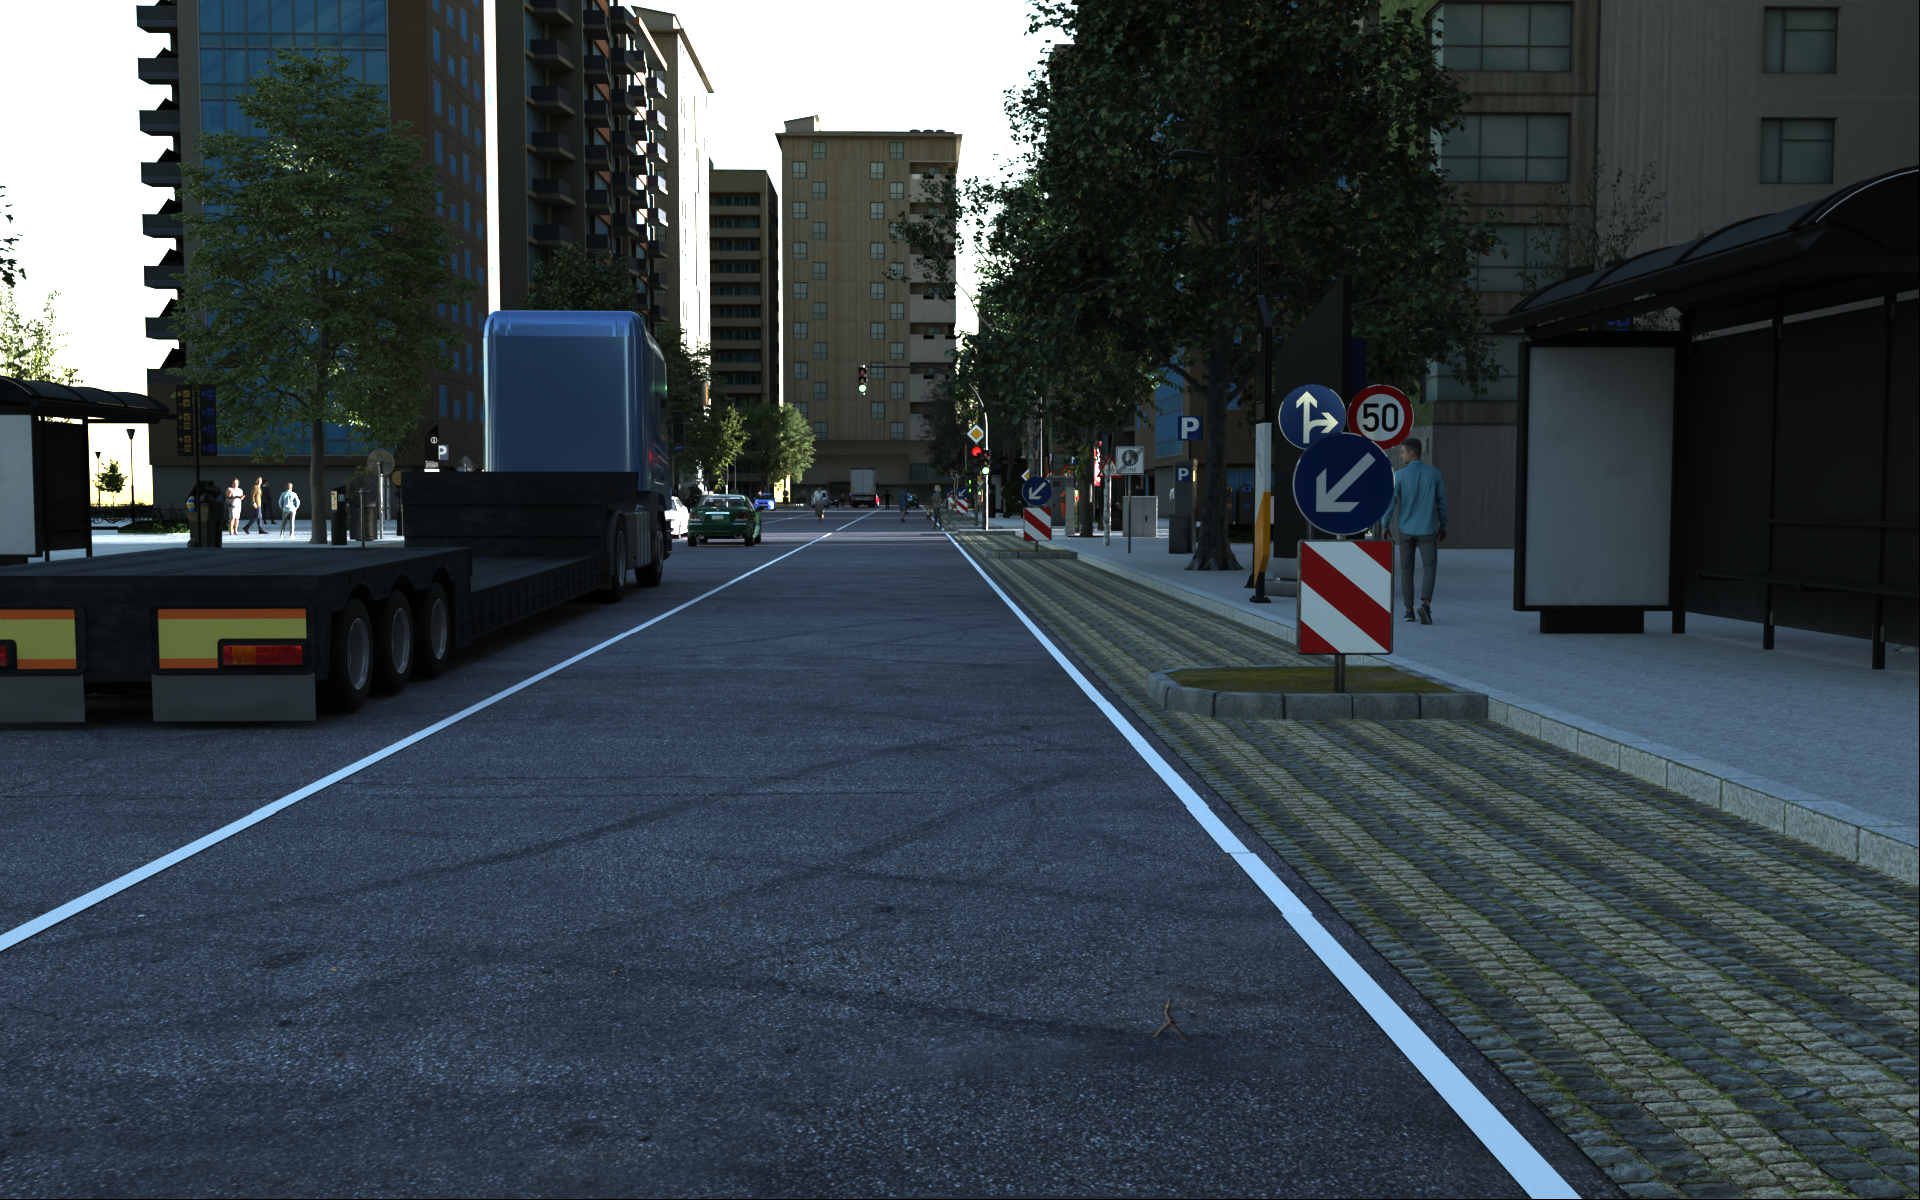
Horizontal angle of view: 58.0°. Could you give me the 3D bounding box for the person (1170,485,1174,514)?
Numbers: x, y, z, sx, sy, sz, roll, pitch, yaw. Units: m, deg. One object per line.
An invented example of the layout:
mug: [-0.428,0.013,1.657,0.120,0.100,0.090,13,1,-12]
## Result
person: [10.083,-4.546,80.469,0.679,1.850,0.850,0,4,6]

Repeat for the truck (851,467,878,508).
truck: [-10.353,-12.122,187.107,2.839,4.237,11.283,0,4,-1]

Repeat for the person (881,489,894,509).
person: [-6.809,-9.404,161.891,1.348,1.869,0.705,-2,4,-23]

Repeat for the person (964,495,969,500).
person: [0.417,-9.357,159.584,0.990,1.755,0.434,2,4,31]

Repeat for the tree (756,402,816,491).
tree: [-21.294,-18.126,214.494,7.486,12.596,7.792,0,3,0]

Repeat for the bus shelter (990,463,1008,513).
bus shelter: [2.950,-7.490,116.392,2.014,3.302,5.546,0,4,-2]

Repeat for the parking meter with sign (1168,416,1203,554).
parking meter with sign: [4.906,-2.546,37.890,0.543,3.016,1.738,1,4,16]

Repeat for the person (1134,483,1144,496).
person: [9.987,-5.597,96.912,0.474,1.900,0.648,1,4,18]

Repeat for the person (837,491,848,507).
person: [-12.695,-10.908,187.558,1.217,1.736,0.721,1,4,18]

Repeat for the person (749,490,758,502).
person: [-20.370,-10.126,172.321,1.217,1.735,0.721,1,4,13]

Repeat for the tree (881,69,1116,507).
tree: [2.570,-13.725,80.297,12.611,20.169,13.585,0,3,0]

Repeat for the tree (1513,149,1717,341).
tree: [14.139,-5.363,38.052,4.360,8.622,3.978,0,3,0]

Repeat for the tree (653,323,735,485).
tree: [-18.889,-12.059,115.293,7.486,12.596,7.792,0,3,0]

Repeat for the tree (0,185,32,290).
tree: [-15.847,-6.223,18.754,9.611,12.733,9.660,0,3,0]

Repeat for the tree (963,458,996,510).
tree: [1.676,-9.512,139.238,4.285,4.588,4.351,0,3,0]

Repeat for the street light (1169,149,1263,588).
street light: [3.519,-3.118,23.525,1.470,5.913,1.316,0,4,-2]

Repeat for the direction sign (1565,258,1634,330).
direction sign: [6.265,-1.534,17.078,0.379,3.537,0.876,-2,4,-24]

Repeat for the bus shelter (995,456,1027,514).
bus shelter: [3.268,-7.242,109.684,1.731,3.624,6.357,0,4,-2]

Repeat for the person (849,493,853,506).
person: [-12.629,-11.902,202.965,0.709,1.838,0.599,3,5,42]

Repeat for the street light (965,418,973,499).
street light: [1.010,-8.167,106.079,1.470,5.913,1.316,0,4,-2]

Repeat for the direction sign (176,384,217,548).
direction sign: [-15.785,-2.683,35.866,0.876,3.537,0.379,1,4,9]

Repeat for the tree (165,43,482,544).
tree: [-16.094,-7.718,44.311,7.486,12.596,7.792,0,3,0]

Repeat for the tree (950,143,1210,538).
tree: [3.914,-7.654,50.901,9.928,11.665,9.643,0,3,0]

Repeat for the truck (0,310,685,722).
truck: [-5.529,-1.830,19.683,2.967,4.110,18.799,0,4,-3]

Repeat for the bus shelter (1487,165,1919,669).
bus shelter: [5.969,-1.190,13.380,2.014,3.302,5.546,0,4,-2]

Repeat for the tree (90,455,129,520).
tree: [-41.710,-5.546,85.283,1.663,3.219,1.824,0,3,0]

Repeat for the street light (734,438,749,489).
street light: [-18.108,-10.459,143.551,1.470,5.913,1.316,0,4,-2]

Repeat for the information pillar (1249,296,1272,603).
information pillar: [3.557,-1.772,20.328,0.183,3.616,0.504,0,4,-2]

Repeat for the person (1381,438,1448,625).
person: [4.522,-0.695,17.269,0.638,1.841,0.748,1,4,20]

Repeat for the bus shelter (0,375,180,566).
bus shelter: [-16.476,-2.318,31.823,2.014,3.302,5.546,0,4,-2]

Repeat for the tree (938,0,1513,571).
tree: [4.434,-6.852,29.045,9.611,12.733,9.660,0,3,0]

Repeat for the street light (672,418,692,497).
street light: [-17.134,-8.191,106.461,1.470,5.913,1.316,0,4,-2]

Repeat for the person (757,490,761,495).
person: [-24.801,-12.773,214.895,0.705,1.823,1.348,2,4,28]

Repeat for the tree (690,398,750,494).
tree: [-18.942,-11.507,138.503,4.737,8.622,4.395,0,3,0]

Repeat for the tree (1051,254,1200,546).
tree: [3.773,-5.657,42.850,4.737,8.622,4.395,0,3,0]

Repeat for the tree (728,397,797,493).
tree: [-20.983,-15.876,185.321,9.928,11.665,9.643,0,3,0]

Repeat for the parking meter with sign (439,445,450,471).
parking meter with sign: [-18.444,-3.924,60.423,0.543,3.016,1.738,1,4,10]

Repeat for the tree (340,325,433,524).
tree: [-24.785,-7.578,74.262,4.737,8.622,4.395,0,3,0]

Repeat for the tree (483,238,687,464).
tree: [-16.941,-9.840,77.889,9.611,12.733,9.660,0,3,0]

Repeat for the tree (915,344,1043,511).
tree: [1.385,-13.407,129.572,12.009,13.543,11.850,0,3,0]

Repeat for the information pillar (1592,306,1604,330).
information pillar: [6.761,-1.657,18.448,0.504,3.616,0.183,-3,5,-43]

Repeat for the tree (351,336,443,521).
tree: [-26.657,-8.005,81.249,4.360,8.622,3.978,0,3,0]

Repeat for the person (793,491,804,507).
person: [-17.603,-10.982,188.757,1.217,1.736,0.721,0,4,-3]

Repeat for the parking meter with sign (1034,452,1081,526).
parking meter with sign: [3.834,-4.480,69.503,1.738,3.016,0.543,-1,4,-19]

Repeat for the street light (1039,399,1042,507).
street light: [2.290,-5.407,60.951,1.470,5.913,1.316,0,4,-2]

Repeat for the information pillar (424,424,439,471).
information pillar: [-17.517,-4.044,57.478,0.504,3.616,0.183,-2,4,-34]
